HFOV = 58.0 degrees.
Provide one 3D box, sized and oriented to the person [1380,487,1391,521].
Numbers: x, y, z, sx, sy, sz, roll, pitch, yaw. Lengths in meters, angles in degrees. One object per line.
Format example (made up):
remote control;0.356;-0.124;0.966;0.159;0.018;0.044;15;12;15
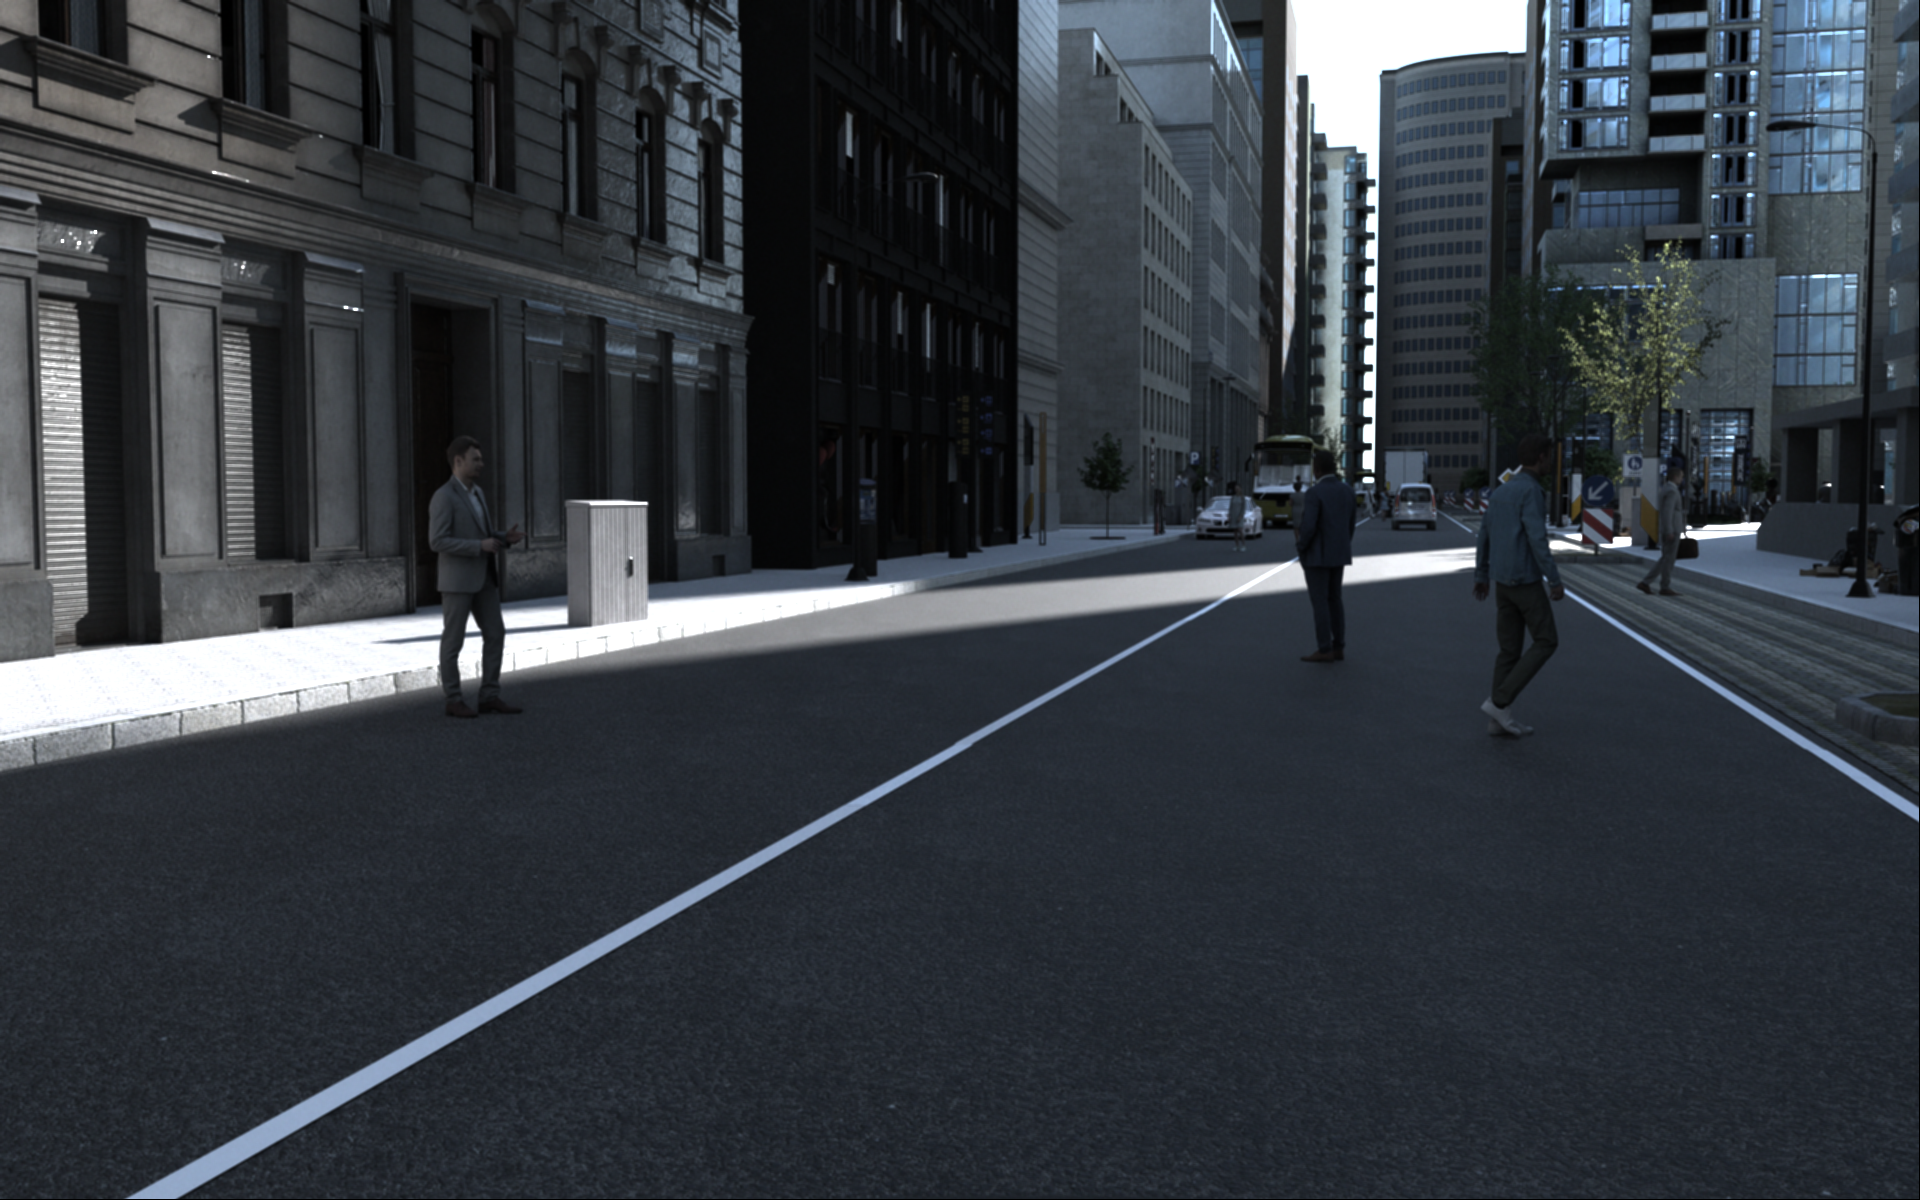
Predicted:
person;22.546;-5.088;91.776;0.616;1.811;0.778;1;4;18

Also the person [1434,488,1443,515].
person;32.061;-6.608;116.517;0.794;1.824;0.713;-1;4;-23

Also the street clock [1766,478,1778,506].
street clock;37.209;-4.579;79.438;0.471;2.002;0.358;-1;4;-9

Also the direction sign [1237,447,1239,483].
direction sign;13.381;-5.593;83.436;0.379;3.537;0.876;0;4;7

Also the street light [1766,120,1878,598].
street light;10.711;-2.998;21.562;1.470;5.913;1.316;1;4;15

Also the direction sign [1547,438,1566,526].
direction sign;24.046;-4.780;70.142;0.876;3.537;0.379;2;4;34

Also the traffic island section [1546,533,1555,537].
traffic island section;18.938;-2.215;58.503;2.009;0.180;2.903;1;4;15

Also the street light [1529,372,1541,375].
street light;22.309;-5.704;65.802;1.470;5.913;1.316;1;4;15

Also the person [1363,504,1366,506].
person;47.756;-11.910;204.171;0.436;1.711;0.756;-1;4;-17

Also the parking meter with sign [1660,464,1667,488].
parking meter with sign;41.447;-6.452;101.746;0.543;3.016;1.738;2;4;31

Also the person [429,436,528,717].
person;-3.097;-0.149;11.142;0.583;1.804;0.606;1;4;11

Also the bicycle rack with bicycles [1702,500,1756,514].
bicycle rack with bicycles;42.757;-5.111;96.943;2.925;0.926;2.852;0;4;1

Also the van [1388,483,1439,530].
van;18.302;-3.844;69.868;2.013;2.044;4.112;1;4;13

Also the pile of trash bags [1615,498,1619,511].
pile of trash bags;36.607;-5.428;98.493;1.912;1.369;3.447;1;4;22

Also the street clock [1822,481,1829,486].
street clock;47.431;-5.525;94.900;0.358;2.002;0.471;1;4;10

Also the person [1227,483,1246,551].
person;7.017;-2.092;43.712;0.512;1.701;0.522;2;4;32

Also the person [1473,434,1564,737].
person;3.272;-0.084;10.215;0.444;1.785;0.601;0;4;-6

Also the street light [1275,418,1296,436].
street light;19.730;-8.131;105.476;1.470;5.913;1.316;1;4;15

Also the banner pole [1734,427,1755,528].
banner pole;29.603;-4.609;65.376;0.401;3.779;0.863;-3;4;-38

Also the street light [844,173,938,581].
street light;-1.005;-3.229;25.332;1.470;5.913;1.316;1;4;15

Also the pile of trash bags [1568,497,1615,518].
pile of trash bags;33.702;-5.121;93.474;1.912;1.369;3.447;0;4;5

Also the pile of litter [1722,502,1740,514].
pile of litter;40.362;-4.678;90.452;1.719;0.858;1.176;-3;5;-44

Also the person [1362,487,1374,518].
person;24.065;-5.734;102.132;0.514;1.842;0.818;-3;5;-42

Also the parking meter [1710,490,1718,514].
parking meter;45.398;-5.863;104.265;0.372;1.533;0.369;0;3;0

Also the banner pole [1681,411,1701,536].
banner pole;22.223;-3.830;52.629;0.863;3.779;0.401;-2;4;-33

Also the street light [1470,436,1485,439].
street light;41.362;-10.141;138.344;1.470;5.913;1.316;1;4;15

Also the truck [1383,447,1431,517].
truck;28.183;-7.361;109.266;2.839;4.237;11.283;1;4;16

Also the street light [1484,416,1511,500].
street light;31.838;-7.923;102.088;1.470;5.913;1.316;1;4;15

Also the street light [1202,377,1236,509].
street light;10.242;-5.886;68.774;1.470;5.913;1.316;1;4;15

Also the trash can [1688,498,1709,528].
trash can;27.678;-3.259;64.932;0.748;1.137;0.748;0;3;0

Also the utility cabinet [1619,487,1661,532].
utility cabinet;21.296;-2.790;54.292;1.173;1.500;0.318;0;4;1

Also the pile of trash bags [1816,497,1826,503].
pile of trash bags;49.742;-5.295;96.319;1.912;1.369;3.447;-3;5;-45

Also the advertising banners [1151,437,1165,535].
advertising banners;6.163;-3.541;54.080;0.090;3.025;2.074;1;4;19

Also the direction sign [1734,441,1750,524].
direction sign;33.761;-5.063;74.783;0.379;3.537;0.876;-1;4;-23

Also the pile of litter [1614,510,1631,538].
pile of litter;19.804;-2.312;51.761;1.719;0.858;1.176;-3;5;-42

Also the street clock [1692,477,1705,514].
street clock;34.529;-4.676;81.015;0.358;2.002;0.471;-3;5;-43

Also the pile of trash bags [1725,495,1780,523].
pile of trash bags;35.815;-4.133;77.324;1.912;1.369;3.447;-3;5;-40

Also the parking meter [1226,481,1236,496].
parking meter;12.224;-4.423;78.030;0.399;1.863;0.255;3;5;42

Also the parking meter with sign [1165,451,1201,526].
parking meter with sign;9.039;-4.537;70.433;1.738;3.016;0.543;-3;5;-44

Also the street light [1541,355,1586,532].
street light;20.325;-5.228;58.017;1.470;5.913;1.316;1;4;15

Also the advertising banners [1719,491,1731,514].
advertising banners;41.195;-5.908;92.791;2.074;3.025;0.090;-3;5;-43

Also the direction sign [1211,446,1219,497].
direction sign;12.106;-5.523;82.298;0.379;3.537;0.876;2;4;30

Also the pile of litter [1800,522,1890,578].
pile of litter;13.764;-0.780;26.724;1.176;0.858;1.719;0;4;-6

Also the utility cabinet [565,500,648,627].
utility cabinet;-3.487;-0.369;17.191;0.306;1.237;1.020;1;4;22

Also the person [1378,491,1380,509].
person;39.347;-9.376;162.620;0.721;1.723;1.217;0;4;-5

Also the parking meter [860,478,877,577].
parking meter;-1.480;-1.137;27.005;0.372;1.533;0.369;0;3;0

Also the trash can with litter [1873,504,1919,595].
trash can with litter;12.055;-0.656;22.109;0.624;1.170;1.055;0;4;-3

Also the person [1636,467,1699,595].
person;10.002;-0.963;24.365;0.853;1.813;0.709;1;4;9

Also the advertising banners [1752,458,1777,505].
advertising banners;38.697;-5.282;82.552;2.074;3.025;0.090;3;4;36

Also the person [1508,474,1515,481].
person;11.194;-1.626;34.959;0.514;1.842;0.818;-2;4;-28

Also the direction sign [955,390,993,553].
direction sign;0.316;-2.818;38.065;0.876;3.537;0.379;-1;4;-18

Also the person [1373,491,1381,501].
person;38.676;-9.287;161.064;1.217;1.735;0.721;-2;4;-27

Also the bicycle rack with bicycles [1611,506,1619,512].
bicycle rack with bicycles;36.842;-4.912;93.686;2.852;0.926;2.925;0;4;-4

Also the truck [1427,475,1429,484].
truck;34.191;-8.379;132.927;3.469;3.379;9.791;1;4;16

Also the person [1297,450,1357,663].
person;3.142;-0.374;14.799;0.721;1.800;0.419;-3;5;-42

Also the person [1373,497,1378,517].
person;25.828;-5.774;107.594;0.332;1.250;0.352;-1;4;-13

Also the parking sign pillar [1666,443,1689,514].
parking sign pillar;37.468;-6.238;90.456;1.447;3.967;1.447;-1;4;-13

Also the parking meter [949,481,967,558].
parking meter;-0.042;-1.607;34.690;0.372;1.533;0.369;0;3;0

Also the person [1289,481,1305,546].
person;9.406;-2.376;47.700;0.716;1.782;0.532;0;4;4
